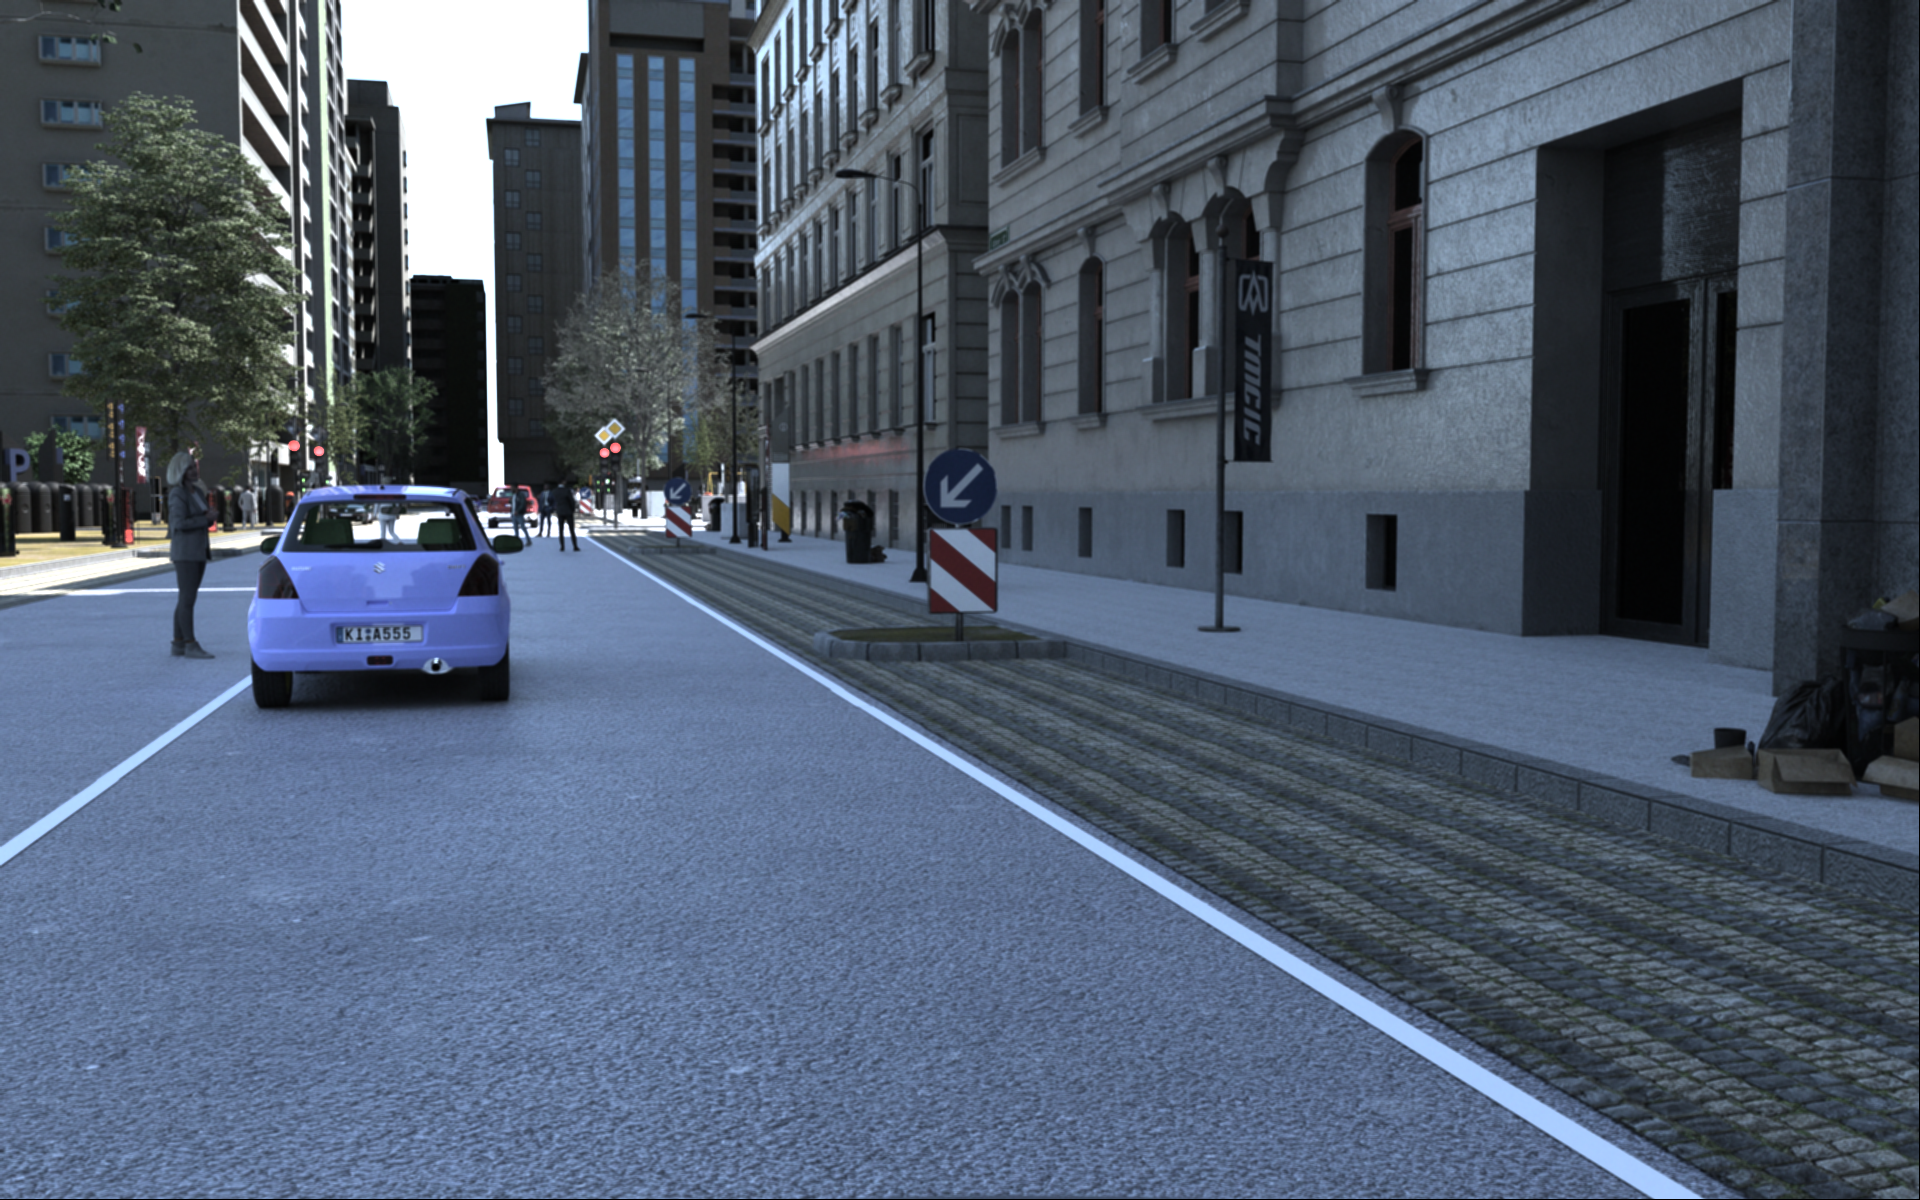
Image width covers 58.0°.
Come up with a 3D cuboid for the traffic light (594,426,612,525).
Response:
[{"bbox_3d":[-14.739,-5.064,71.715,0.839,4.253,0.868,-1,4,-14],"label":"traffic light"}]

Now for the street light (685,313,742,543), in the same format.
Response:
[{"bbox_3d":[-6.380,-4.420,44.809,1.470,5.913,1.316,-1,4,-14],"label":"street light"}]

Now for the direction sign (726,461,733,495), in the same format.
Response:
[{"bbox_3d":[-15.460,-7.635,116.832,0.876,3.537,0.379,2,4,33],"label":"direction sign"}]

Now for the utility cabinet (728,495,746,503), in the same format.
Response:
[{"bbox_3d":[-11.874,-4.982,92.613,1.020,1.237,0.306,-2,4,-29],"label":"utility cabinet"}]

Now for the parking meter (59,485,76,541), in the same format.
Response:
[{"bbox_3d":[-24.567,-2.400,47.651,0.372,1.533,0.369,0,3,0],"label":"parking meter"}]

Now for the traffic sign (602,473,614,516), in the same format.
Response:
[{"bbox_3d":[-20.695,-6.250,102.188,0.884,2.594,0.081,-1,4,-12],"label":"traffic sign"}]

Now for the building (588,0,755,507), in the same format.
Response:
[{"bbox_3d":[-27.167,-38.869,177.509,21.231,58.520,28.212,-1,4,-14],"label":"building"}]

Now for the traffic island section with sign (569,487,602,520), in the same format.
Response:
[{"bbox_3d":[-20.872,-5.334,95.838,1.989,1.847,2.006,-1,4,-14],"label":"traffic island section with sign"}]

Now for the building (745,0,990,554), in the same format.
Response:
[{"bbox_3d":[3.236,-13.270,50.248,16.112,22.955,30.059,-1,4,-14],"label":"building"}]

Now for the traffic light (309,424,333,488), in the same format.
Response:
[{"bbox_3d":[-25.450,-4.895,68.956,0.839,4.253,0.868,-1,4,-14],"label":"traffic light"}]

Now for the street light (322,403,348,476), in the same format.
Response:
[{"bbox_3d":[-31.995,-7.102,88.663,1.470,5.913,1.316,-1,4,-14],"label":"street light"}]

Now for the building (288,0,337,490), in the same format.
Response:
[{"bbox_3d":[-51.129,-26.589,118.325,14.154,41.232,14.086,-1,4,-14],"label":"building"}]

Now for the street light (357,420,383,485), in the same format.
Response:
[{"bbox_3d":[-37.111,-8.312,108.438,1.470,5.913,1.316,-1,4,-14],"label":"street light"}]

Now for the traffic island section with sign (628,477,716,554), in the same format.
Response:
[{"bbox_3d":[-6.984,-2.030,41.821,1.989,1.847,2.006,-1,4,-14],"label":"traffic island section with sign"}]

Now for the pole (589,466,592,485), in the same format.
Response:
[{"bbox_3d":[-27.264,-8.190,127.746,0.158,3.312,0.155,0,3,0],"label":"pole"}]

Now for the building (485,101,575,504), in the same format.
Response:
[{"bbox_3d":[-51.570,-39.954,242.485,27.495,52.752,28.713,-1,4,-14],"label":"building"}]

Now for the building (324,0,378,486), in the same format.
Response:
[{"bbox_3d":[-61.209,-43.354,147.094,20.563,71.187,20.611,-1,4,-14],"label":"building"}]

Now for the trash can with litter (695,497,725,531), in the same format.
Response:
[{"bbox_3d":[-8.531,-2.959,59.768,0.624,1.170,1.055,-2,4,-34],"label":"trash can with litter"}]

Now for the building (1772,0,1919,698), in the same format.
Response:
[{"bbox_3d":[13.431,-11.258,2.095,12.078,24.808,19.932,-1,4,-14],"label":"building"}]

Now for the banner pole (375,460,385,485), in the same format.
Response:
[{"bbox_3d":[-41.975,-8.274,125.291,0.863,3.779,0.401,0,4,-8],"label":"banner pole"}]

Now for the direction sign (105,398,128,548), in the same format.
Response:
[{"bbox_3d":[-20.057,-3.010,41.205,0.379,3.537,0.876,0,4,-1],"label":"direction sign"}]

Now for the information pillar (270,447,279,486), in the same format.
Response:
[{"bbox_3d":[-34.418,-5.852,87.035,0.504,3.616,0.183,2,4,30],"label":"information pillar"}]

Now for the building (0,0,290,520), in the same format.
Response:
[{"bbox_3d":[-48.262,-28.655,92.206,21.300,48.544,21.600,-1,4,-14],"label":"building"}]

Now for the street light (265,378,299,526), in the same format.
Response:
[{"bbox_3d":[-27.051,-5.908,69.137,1.470,5.913,1.316,-1,4,-14],"label":"street light"}]

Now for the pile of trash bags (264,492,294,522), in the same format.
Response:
[{"bbox_3d":[-31.172,-4.299,80.037,1.912,1.369,3.447,-1,4,-14],"label":"pile of trash bags"}]

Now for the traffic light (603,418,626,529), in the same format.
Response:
[{"bbox_3d":[-12.751,-4.591,63.981,0.839,4.253,0.868,-1,4,-14],"label":"traffic light"}]

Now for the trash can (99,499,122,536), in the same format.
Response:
[{"bbox_3d":[-25.642,-2.493,52.419,0.748,1.137,0.748,0,3,0],"label":"trash can"}]

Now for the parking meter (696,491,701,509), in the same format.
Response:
[{"bbox_3d":[-22.313,-8.529,147.853,0.372,1.533,0.369,0,3,0],"label":"parking meter"}]

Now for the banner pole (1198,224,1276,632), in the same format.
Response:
[{"bbox_3d":[2.632,-1.607,16.295,0.863,3.779,0.401,-2,4,-32],"label":"banner pole"}]

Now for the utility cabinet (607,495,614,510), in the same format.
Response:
[{"bbox_3d":[-28.070,-7.815,138.930,1.020,1.237,0.306,0,4,-8],"label":"utility cabinet"}]

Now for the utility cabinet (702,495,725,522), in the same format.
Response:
[{"bbox_3d":[-11.186,-4.122,78.556,1.020,1.237,0.306,-1,4,-18],"label":"utility cabinet"}]

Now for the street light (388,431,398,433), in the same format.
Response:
[{"bbox_3d":[-42.304,-9.518,128.166,1.470,5.913,1.316,-1,4,-14],"label":"street light"}]

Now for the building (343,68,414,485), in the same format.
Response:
[{"bbox_3d":[-74.581,-35.148,198.375,21.600,48.544,21.300,-1,4,-14],"label":"building"}]

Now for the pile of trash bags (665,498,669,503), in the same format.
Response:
[{"bbox_3d":[-21.844,-7.110,125.999,1.912,1.369,3.447,-2,4,-29],"label":"pile of trash bags"}]

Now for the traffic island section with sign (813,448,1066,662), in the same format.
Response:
[{"bbox_3d":[-0.283,-0.433,15.709,1.989,1.847,2.006,-1,4,-14],"label":"traffic island section with sign"}]

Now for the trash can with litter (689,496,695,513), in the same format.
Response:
[{"bbox_3d":[-17.108,-6.215,113.001,1.055,1.170,0.624,-3,5,-39],"label":"trash can with litter"}]

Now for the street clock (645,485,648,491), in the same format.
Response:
[{"bbox_3d":[-25.980,-8.470,143.047,0.358,2.002,0.471,2,4,31],"label":"street clock"}]

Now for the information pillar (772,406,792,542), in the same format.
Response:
[{"bbox_3d":[-4.766,-3.357,46.247,0.504,3.616,0.183,0,4,8],"label":"information pillar"}]

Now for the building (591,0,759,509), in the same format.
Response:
[{"bbox_3d":[-25.536,-30.916,155.594,14.600,45.320,14.200,-1,4,-14],"label":"building"}]

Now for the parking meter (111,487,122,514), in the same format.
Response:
[{"bbox_3d":[-28.293,-3.040,58.117,0.372,1.533,0.369,0,3,0],"label":"parking meter"}]

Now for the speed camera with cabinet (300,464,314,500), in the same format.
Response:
[{"bbox_3d":[-42.794,-7.248,112.847,0.660,3.252,2.038,3,4,38],"label":"speed camera with cabinet"}]

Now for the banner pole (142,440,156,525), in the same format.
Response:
[{"bbox_3d":[-33.157,-4.945,70.862,0.863,3.779,0.401,2,4,23],"label":"banner pole"}]

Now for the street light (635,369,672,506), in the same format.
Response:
[{"bbox_3d":[-11.338,-5.614,64.332,1.470,5.913,1.316,-1,4,-14],"label":"street light"}]

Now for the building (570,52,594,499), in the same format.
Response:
[{"bbox_3d":[-30.776,-37.773,206.825,28.713,52.752,27.495,-1,4,-14],"label":"building"}]

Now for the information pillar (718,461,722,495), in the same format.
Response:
[{"bbox_3d":[-17.216,-8.123,124.170,0.183,3.616,0.504,-2,4,-31],"label":"information pillar"}]

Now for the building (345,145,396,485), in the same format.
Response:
[{"bbox_3d":[-72.610,-29.182,169.001,32.217,40.220,23.993,-1,4,-14],"label":"building"}]

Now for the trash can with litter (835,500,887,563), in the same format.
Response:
[{"bbox_3d":[-1.818,-1.276,32.251,0.624,1.170,1.055,2,4,26],"label":"trash can with litter"}]

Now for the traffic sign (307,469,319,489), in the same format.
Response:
[{"bbox_3d":[-31.496,-5.182,84.729,0.884,2.594,0.081,-1,4,-8],"label":"traffic sign"}]

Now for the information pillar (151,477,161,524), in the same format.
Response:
[{"bbox_3d":[-35.052,-4.343,75.494,0.304,2.012,0.304,-3,5,-44],"label":"information pillar"}]

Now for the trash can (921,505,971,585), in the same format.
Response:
[{"bbox_3d":[-0.149,-0.715,23.339,0.748,1.137,0.748,0,3,0],"label":"trash can"}]

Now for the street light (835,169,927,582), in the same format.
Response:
[{"bbox_3d":[-1.106,-3.211,25.047,1.470,5.913,1.316,-1,4,-14],"label":"street light"}]

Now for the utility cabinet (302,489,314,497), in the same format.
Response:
[{"bbox_3d":[-31.244,-4.561,83.246,0.318,1.500,1.173,-3,5,-43],"label":"utility cabinet"}]

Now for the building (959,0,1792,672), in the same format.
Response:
[{"bbox_3d":[9.207,-14.440,23.481,14.401,28.519,23.554,-1,4,-14],"label":"building"}]

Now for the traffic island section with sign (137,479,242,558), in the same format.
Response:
[{"bbox_3d":[-17.605,-1.899,39.673,1.989,1.847,2.006,-1,4,-14],"label":"traffic island section with sign"}]

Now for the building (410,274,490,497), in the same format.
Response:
[{"bbox_3d":[-70.227,-28.090,230.977,14.107,30.474,14.160,-1,4,-14],"label":"building"}]

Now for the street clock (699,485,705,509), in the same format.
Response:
[{"bbox_3d":[-21.419,-8.523,143.928,0.358,2.002,0.471,2,4,32],"label":"street clock"}]

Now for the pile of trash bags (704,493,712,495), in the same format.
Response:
[{"bbox_3d":[-13.887,-5.821,104.925,3.447,1.369,1.912,0,4,3],"label":"pile of trash bags"}]

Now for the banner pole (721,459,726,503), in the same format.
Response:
[{"bbox_3d":[-16.726,-8.108,122.581,0.401,3.779,0.863,1,4,15],"label":"banner pole"}]

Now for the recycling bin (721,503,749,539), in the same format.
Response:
[{"bbox_3d":[-6.339,-2.256,49.439,0.722,1.027,0.722,3,4,37],"label":"recycling bin"}]

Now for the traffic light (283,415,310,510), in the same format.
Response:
[{"bbox_3d":[-23.461,-4.422,61.221,0.839,4.253,0.868,-1,4,-14],"label":"traffic light"}]
